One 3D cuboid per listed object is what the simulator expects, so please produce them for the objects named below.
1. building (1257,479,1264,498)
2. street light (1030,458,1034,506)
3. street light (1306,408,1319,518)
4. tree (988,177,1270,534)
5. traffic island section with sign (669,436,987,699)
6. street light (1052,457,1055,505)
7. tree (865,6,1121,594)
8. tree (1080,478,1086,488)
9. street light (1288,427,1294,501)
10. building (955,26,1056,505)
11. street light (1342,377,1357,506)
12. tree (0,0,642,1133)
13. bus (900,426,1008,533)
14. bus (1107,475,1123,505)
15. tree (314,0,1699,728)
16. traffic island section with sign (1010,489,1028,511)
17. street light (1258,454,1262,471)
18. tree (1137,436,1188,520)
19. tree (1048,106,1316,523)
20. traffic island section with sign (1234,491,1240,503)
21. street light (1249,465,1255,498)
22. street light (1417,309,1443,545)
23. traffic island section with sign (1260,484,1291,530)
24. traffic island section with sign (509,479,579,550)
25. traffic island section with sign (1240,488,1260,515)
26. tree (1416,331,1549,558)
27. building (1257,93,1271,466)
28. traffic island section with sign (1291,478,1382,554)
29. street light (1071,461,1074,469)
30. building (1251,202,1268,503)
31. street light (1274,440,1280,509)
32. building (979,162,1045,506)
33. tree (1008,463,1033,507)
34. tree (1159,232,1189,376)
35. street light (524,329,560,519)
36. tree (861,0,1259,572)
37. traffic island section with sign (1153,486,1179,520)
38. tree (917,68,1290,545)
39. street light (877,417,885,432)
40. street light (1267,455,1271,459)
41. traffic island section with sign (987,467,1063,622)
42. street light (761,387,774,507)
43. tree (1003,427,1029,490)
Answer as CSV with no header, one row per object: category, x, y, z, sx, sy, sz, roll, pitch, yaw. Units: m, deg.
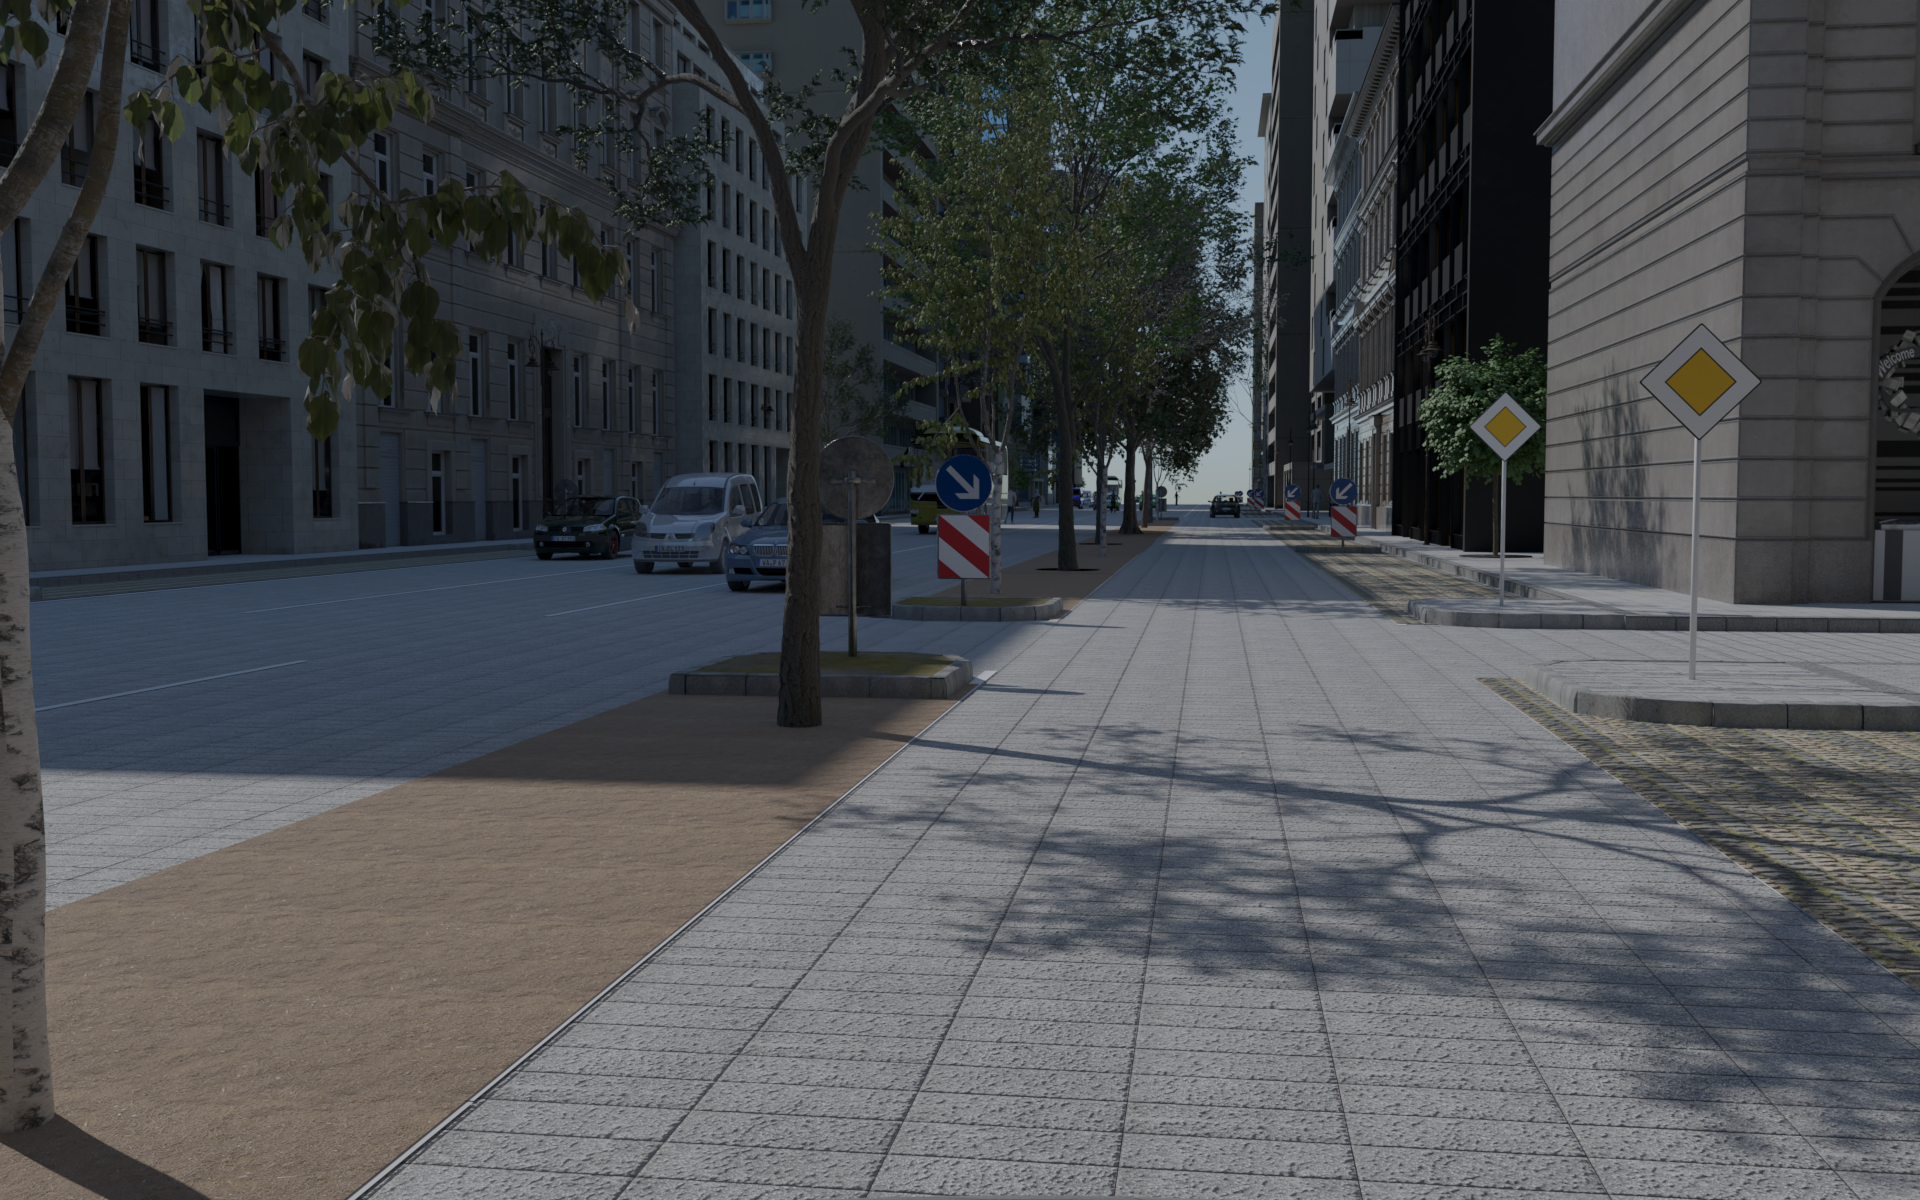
building,50.154,-30.786,195.240,32.217,40.220,23.993,1,4,8
street light,7.517,-12.746,181.188,0.468,5.910,1.993,1,4,8
street light,19.104,-7.381,93.469,0.468,5.910,1.993,1,4,8
tree,6.049,-8.674,61.286,9.611,12.733,9.660,0,3,0
traffic island section with sign,-0.941,-0.303,13.085,2.006,1.907,1.989,1,4,8
street light,11.169,-14.280,206.271,0.468,5.910,1.993,1,4,8
tree,0.509,-4.401,24.770,4.737,8.622,4.395,0,3,0
tree,17.172,-16.610,255.294,4.285,4.588,4.351,0,3,0
street light,22.882,-9.006,120.040,0.468,5.910,1.993,1,4,8
building,1.588,-55.459,219.425,22.319,86.520,31.000,1,4,8
street light,15.397,-5.856,68.539,0.468,5.910,1.993,1,4,8
tree,-2.165,-3.096,3.434,4.360,8.622,3.978,0,3,0
bus,0.050,-4.557,66.047,2.896,3.916,12.252,0,4,7
bus,20.275,-14.718,232.193,2.896,3.916,12.252,0,4,8
tree,-1.064,-4.474,10.023,8.767,10.594,7.601,1,4,8
traffic island section with sign,4.779,-8.551,148.443,1.989,1.847,2.006,1,4,8
street light,34.919,-13.990,201.516,0.468,5.910,1.993,1,4,8
tree,10.667,-8.583,93.152,4.360,8.622,3.978,0,3,0
tree,10.419,-13.807,84.090,12.611,20.169,13.585,0,3,0
traffic island section with sign,24.193,-8.336,144.920,1.989,1.847,2.006,1,4,8
street light,38.448,-15.516,226.479,0.468,5.910,1.993,1,4,8
street light,11.748,-4.321,43.444,0.468,5.910,1.993,1,4,8
traffic island section with sign,13.144,-3.708,69.247,1.989,1.847,2.006,1,4,8
traffic island section with sign,-10.354,-2.213,44.812,1.989,1.847,2.006,1,4,8
traffic island section with sign,20.299,-6.705,118.247,1.989,1.847,2.006,1,4,8
tree,10.952,-3.155,35.290,4.285,4.588,4.351,0,3,0
building,52.597,-38.638,220.977,28.713,52.752,27.495,1,4,8
traffic island section with sign,9.254,-2.073,42.529,1.989,1.847,2.006,1,4,8
street light,14.929,-15.800,231.112,0.468,5.910,1.993,1,4,8
building,48.198,-34.242,243.450,14.154,41.232,14.086,1,4,8
street light,26.443,-10.508,144.587,0.468,5.910,1.993,1,4,8
building,-7.120,-30.696,193.768,32.217,40.220,23.993,1,4,8
tree,5.900,-11.655,174.269,4.285,4.588,4.351,0,3,0
tree,3.254,-5.295,39.392,4.737,8.622,4.395,0,3,0
street light,-11.709,-4.641,48.670,0.468,5.910,1.993,1,4,8
tree,1.910,-6.348,31.999,9.928,11.665,9.643,0,3,0
traffic island section with sign,10.983,-5.299,94.768,2.006,1.907,1.989,1,4,8
tree,3.950,-8.297,48.481,12.009,13.543,11.850,0,3,0
street light,-4.469,-7.718,98.984,0.468,5.910,1.993,1,4,8
street light,30.149,-12.015,169.228,0.468,5.910,1.993,1,4,8
traffic island section with sign,0.139,-0.751,20.413,2.006,1.907,1.989,1,4,8
street light,-8.209,-6.143,73.226,0.468,5.910,1.993,1,4,8
tree,4.873,-13.290,167.647,4.360,8.622,3.978,0,3,0
